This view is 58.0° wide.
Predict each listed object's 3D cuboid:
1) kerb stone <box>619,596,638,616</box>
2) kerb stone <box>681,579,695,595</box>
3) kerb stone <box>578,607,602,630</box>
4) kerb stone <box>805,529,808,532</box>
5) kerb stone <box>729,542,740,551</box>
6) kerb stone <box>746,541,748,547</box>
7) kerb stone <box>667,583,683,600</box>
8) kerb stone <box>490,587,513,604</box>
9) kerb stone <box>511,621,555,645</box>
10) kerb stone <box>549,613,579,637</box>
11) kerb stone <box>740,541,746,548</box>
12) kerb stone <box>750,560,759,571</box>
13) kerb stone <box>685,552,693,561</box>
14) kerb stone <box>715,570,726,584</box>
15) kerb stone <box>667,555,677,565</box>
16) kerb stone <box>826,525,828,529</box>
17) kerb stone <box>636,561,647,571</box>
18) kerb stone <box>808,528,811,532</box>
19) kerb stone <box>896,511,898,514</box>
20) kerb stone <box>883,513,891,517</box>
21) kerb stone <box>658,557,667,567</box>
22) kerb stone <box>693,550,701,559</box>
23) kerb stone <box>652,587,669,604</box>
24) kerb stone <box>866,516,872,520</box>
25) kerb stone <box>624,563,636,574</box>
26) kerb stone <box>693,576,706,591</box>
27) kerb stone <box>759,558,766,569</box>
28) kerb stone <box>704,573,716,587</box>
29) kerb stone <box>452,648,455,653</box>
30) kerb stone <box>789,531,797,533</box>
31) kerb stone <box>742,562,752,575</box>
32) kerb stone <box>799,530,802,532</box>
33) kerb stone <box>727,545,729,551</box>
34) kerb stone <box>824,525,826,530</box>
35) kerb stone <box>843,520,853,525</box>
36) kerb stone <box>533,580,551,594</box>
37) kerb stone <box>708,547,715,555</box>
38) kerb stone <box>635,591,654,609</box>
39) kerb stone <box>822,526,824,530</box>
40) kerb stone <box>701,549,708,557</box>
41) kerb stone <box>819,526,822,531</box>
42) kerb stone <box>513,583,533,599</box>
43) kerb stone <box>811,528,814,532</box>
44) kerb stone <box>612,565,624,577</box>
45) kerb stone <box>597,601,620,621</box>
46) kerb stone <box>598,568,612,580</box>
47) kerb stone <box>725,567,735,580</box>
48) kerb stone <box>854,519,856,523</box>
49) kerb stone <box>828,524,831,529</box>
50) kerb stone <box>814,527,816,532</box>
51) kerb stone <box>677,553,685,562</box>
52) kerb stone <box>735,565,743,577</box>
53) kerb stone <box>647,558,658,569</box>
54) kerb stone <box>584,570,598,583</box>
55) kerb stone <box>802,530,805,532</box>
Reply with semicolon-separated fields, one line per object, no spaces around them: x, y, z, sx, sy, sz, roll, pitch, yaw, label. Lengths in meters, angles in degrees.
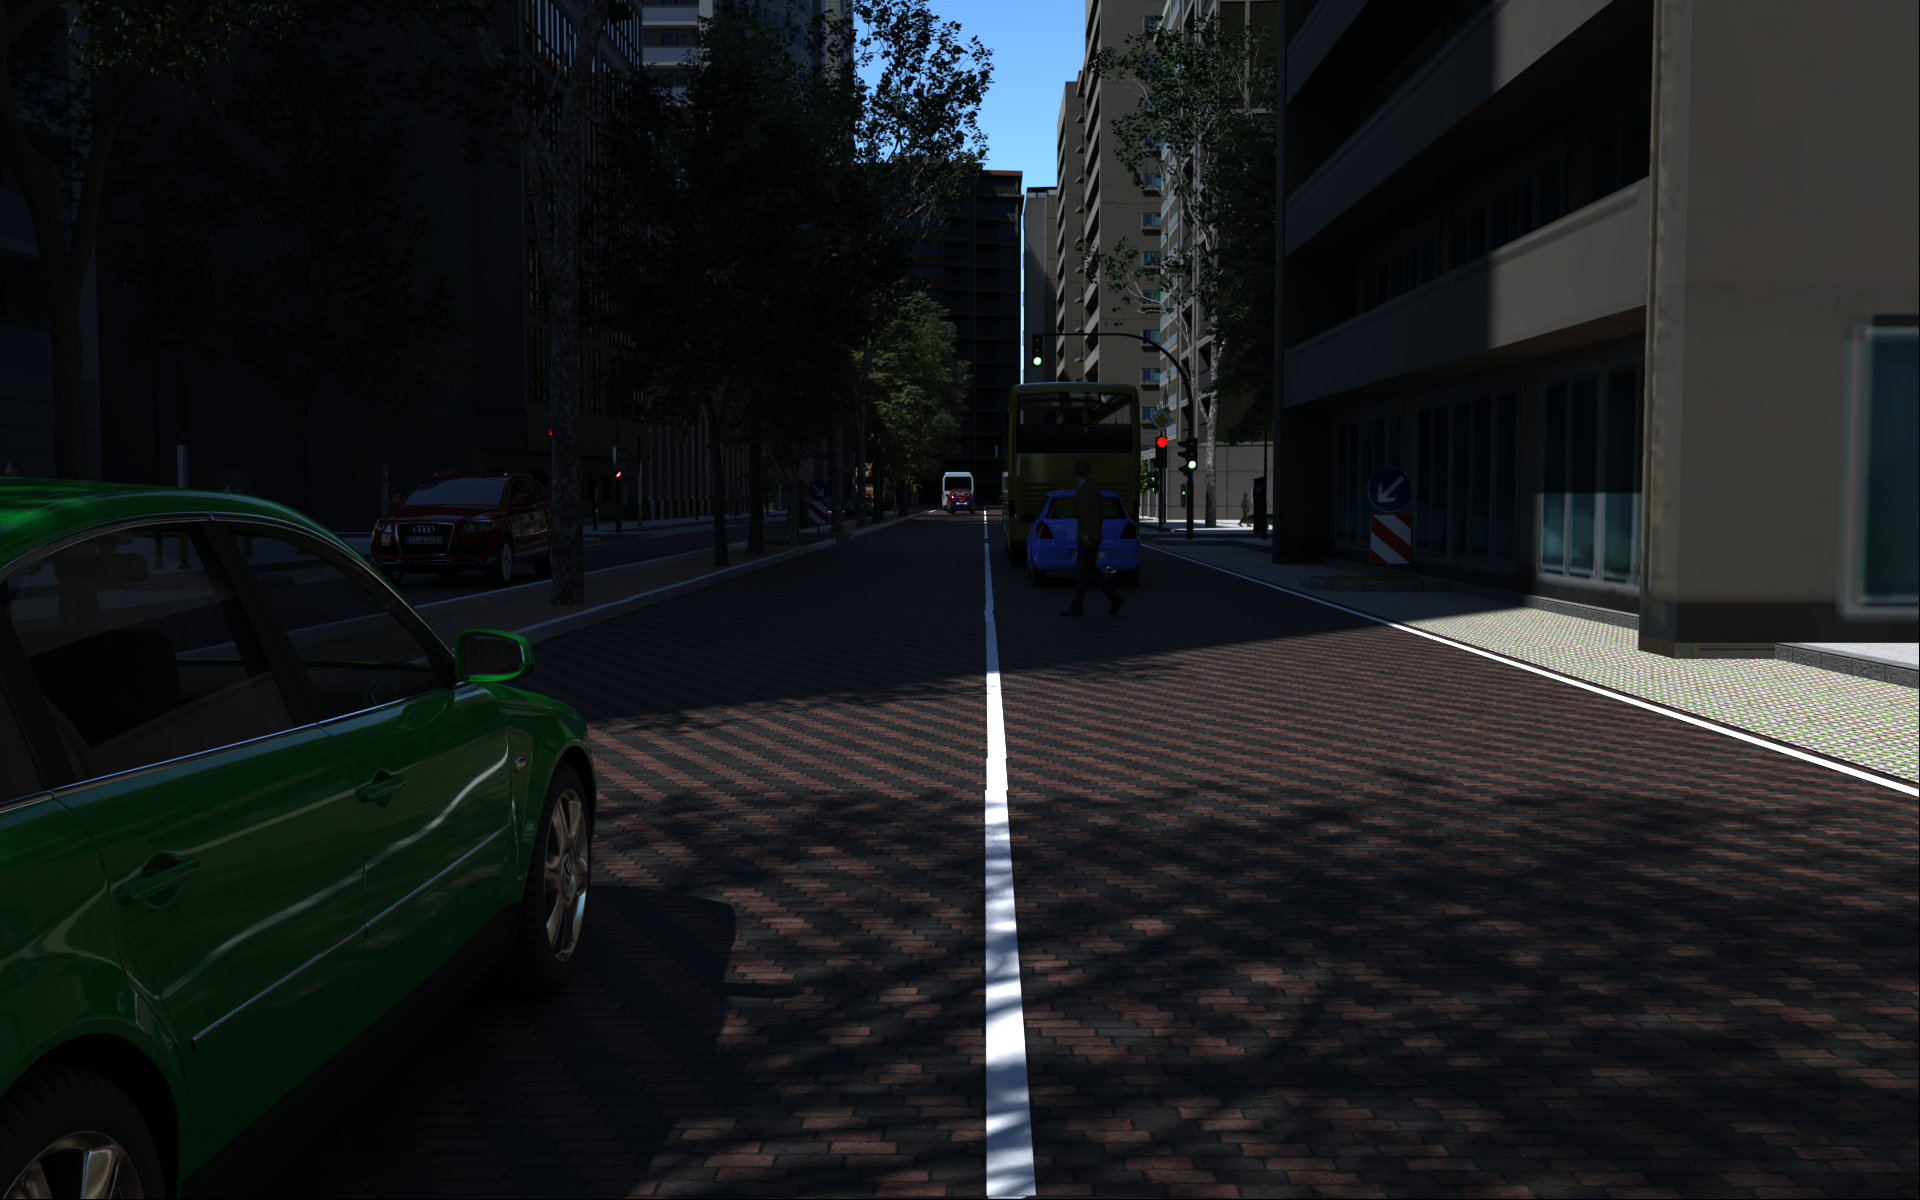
-4.056;0.093;20.811;0.120;0.150;1.000;0;4;1;kerb stone
-3.992;-0.164;24.897;0.120;0.150;1.000;0;4;1;kerb stone
-4.074;0.210;18.762;0.120;0.150;1.000;0;4;1;kerb stone
-5.587;-2.393;61.328;0.120;0.150;1.000;0;4;1;kerb stone
-5.823;-1.356;44.388;0.120;0.150;1.000;0;4;1;kerb stone
-5.793;-1.482;46.432;0.120;0.150;1.000;0;4;1;kerb stone
-4.001;-0.103;23.875;0.120;0.150;1.000;0;4;1;kerb stone
-6.126;-0.041;22.860;0.120;0.150;1.000;0;4;1;kerb stone
-4.114;0.336;16.707;0.120;0.150;1.000;0;4;1;kerb stone
-4.104;0.273;17.739;0.120;0.150;1.000;0;4;1;kerb stone
-5.813;-1.420;45.410;0.120;0.150;1.000;0;4;1;kerb stone
-3.902;-0.603;32.060;0.120;0.150;1.000;0;4;1;kerb stone
-5.927;-0.916;37.209;0.120;0.150;1.000;0;4;1;kerb stone
-3.955;-0.353;27.969;0.120;0.150;1.000;0;4;1;kerb stone
-5.947;-0.793;35.159;0.120;0.150;1.000;0;4;1;kerb stone
-5.485;-2.894;69.523;0.120;0.150;1.000;0;4;1;kerb stone
-6.005;-0.605;32.094;0.120;0.150;1.000;0;4;1;kerb stone
-5.571;-2.455;62.351;0.120;0.150;1.000;0;4;1;kerb stone
-4.711;-6.222;123.919;0.120;0.150;1.000;0;4;1;kerb stone
-4.840;-5.653;114.669;0.120;0.150;1.000;0;4;1;kerb stone
-5.970;-0.730;34.138;0.120;0.150;1.000;0;4;1;kerb stone
-5.914;-0.981;38.235;0.120;0.150;1.000;0;4;1;kerb stone
-4.029;-0.040;22.854;0.120;0.150;1.000;0;4;1;kerb stone
-5.071;-4.651;98.239;0.120;0.150;1.000;0;4;1;kerb stone
-6.015;-0.543;31.068;0.120;0.150;1.000;0;4;1;kerb stone
-3.986;-0.221;25.925;0.120;0.150;1.000;0;4;1;kerb stone
-3.885;-0.662;33.082;0.120;0.150;1.000;0;4;1;kerb stone
-3.972;-0.290;26.947;0.120;0.150;1.000;0;4;1;kerb stone
-4.146;0.461;14.654;0.120;0.150;1.000;0;4;1;kerb stone
-5.631;-2.206;58.256;0.120;0.150;1.000;0;4;1;kerb stone
-3.909;-0.539;31.038;0.120;0.150;1.000;0;4;1;kerb stone
-5.618;-2.268;59.284;0.120;0.150;1.000;0;4;1;kerb stone
-5.854;-1.232;42.338;0.120;0.150;1.000;0;4;1;kerb stone
-5.490;-2.832;68.501;0.120;0.150;1.000;0;4;1;kerb stone
-5.296;-3.647;81.820;0.120;0.150;1.000;0;4;1;kerb stone
-6.099;-0.166;24.914;0.120;0.150;1.000;0;4;1;kerb stone
-5.883;-1.107;40.287;0.120;0.150;1.000;0;4;1;kerb stone
-4.051;0.023;21.832;0.120;0.150;1.000;0;4;1;kerb stone
-5.500;-2.770;67.479;0.120;0.150;1.000;0;4;1;kerb stone
-5.899;-1.044;39.257;0.120;0.150;1.000;0;4;1;kerb stone
-5.516;-2.707;66.450;0.120;0.150;1.000;0;4;1;kerb stone
-6.114;-0.103;23.883;0.120;0.150;1.000;0;4;1;kerb stone
-5.562;-2.519;63.376;0.120;0.150;1.000;0;4;1;kerb stone
-6.029;-0.480;30.046;0.120;0.150;1.000;0;4;1;kerb stone
-4.076;0.147;19.784;0.120;0.150;1.000;0;4;1;kerb stone
-6.034;-0.417;29.015;0.120;0.150;1.000;0;4;1;kerb stone
-3.945;-0.414;28.994;0.120;0.150;1.000;0;4;1;kerb stone
-5.274;-3.772;83.877;0.120;0.150;1.000;0;4;1;kerb stone
-5.460;-2.958;70.551;0.120;0.150;1.000;0;4;1;kerb stone
-5.541;-2.581;64.401;0.120;0.150;1.000;0;4;1;kerb stone
-5.943;-0.854;36.185;0.120;0.150;1.000;0;4;1;kerb stone
-3.926;-0.478;30.016;0.120;0.150;1.000;0;4;1;kerb stone
-5.979;-0.663;33.116;0.120;0.150;1.000;0;4;1;kerb stone
-6.056;-0.354;27.979;0.120;0.150;1.000;0;4;1;kerb stone
-5.601;-2.320;60.307;0.120;0.150;1.000;0;4;1;kerb stone
